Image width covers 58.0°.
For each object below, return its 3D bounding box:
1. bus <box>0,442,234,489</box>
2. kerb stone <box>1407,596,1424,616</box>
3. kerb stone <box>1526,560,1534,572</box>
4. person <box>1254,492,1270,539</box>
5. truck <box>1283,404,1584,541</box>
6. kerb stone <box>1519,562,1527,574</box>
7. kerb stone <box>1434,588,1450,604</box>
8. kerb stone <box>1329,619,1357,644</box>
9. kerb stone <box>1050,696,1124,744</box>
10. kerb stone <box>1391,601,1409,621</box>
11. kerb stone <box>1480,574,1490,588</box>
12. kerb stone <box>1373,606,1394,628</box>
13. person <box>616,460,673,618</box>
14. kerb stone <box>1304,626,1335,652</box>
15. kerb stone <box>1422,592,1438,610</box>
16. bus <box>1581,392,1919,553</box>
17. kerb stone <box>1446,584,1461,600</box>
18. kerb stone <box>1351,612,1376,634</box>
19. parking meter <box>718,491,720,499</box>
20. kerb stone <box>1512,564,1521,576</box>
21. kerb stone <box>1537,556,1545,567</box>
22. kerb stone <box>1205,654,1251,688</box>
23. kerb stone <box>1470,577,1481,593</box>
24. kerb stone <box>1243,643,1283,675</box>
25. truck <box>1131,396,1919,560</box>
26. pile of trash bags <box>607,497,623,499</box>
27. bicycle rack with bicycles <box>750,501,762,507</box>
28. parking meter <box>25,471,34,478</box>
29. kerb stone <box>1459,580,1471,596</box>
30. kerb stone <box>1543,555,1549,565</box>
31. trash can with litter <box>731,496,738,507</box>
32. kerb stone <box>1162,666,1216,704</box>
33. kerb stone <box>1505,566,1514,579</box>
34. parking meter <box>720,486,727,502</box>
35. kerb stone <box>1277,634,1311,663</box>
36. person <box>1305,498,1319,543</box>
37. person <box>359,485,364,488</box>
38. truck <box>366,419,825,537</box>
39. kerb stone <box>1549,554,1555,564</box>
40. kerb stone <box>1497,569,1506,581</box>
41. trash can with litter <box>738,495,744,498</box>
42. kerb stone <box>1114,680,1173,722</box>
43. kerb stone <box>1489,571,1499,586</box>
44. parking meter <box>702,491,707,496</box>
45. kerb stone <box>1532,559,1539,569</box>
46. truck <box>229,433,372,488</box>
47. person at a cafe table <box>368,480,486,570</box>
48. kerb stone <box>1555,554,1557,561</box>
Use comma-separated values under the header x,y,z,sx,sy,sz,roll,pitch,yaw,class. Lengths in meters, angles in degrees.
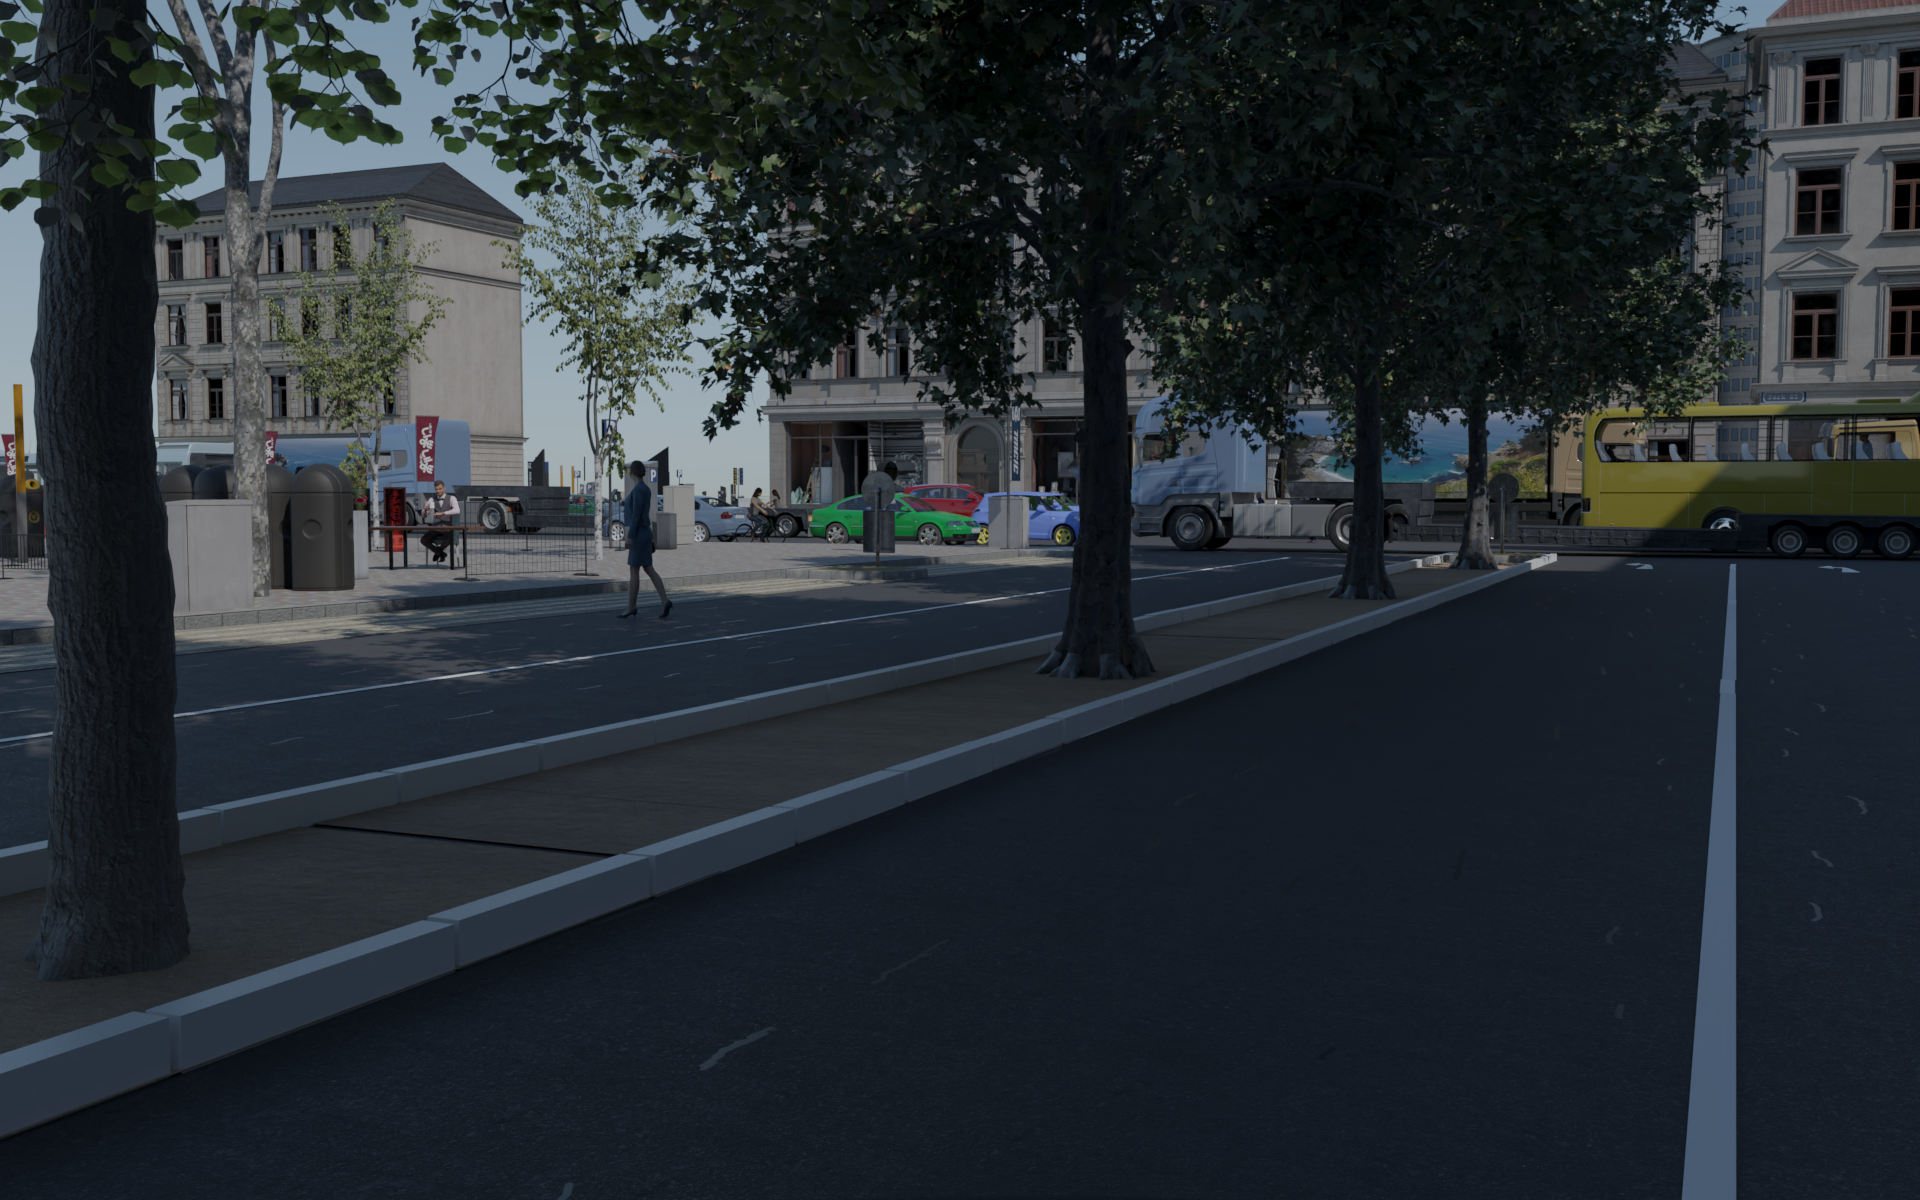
x,y,z,sx,sy,sz,roll,pitch,yaw,class
-32.758,-4.304,65.232,13.247,3.499,2.948,2,4,25,bus
5.388,0.090,20.756,0.120,0.150,1.000,2,4,24,kerb stone
10.444,-0.601,32.027,0.120,0.150,1.000,2,4,24,kerb stone
9.604,-2.714,55.573,0.574,1.496,0.600,-3,4,-39,person
15.742,-3.926,53.096,11.283,4.237,2.839,2,4,23,truck
10.020,-0.544,31.093,0.120,0.150,1.000,2,4,24,kerb stone
6.227,-0.024,22.637,0.120,0.150,1.000,2,4,24,kerb stone
3.708,0.319,16.987,0.120,0.150,1.000,2,4,24,kerb stone
0.750,0.722,10.398,0.120,0.150,1.000,2,4,24,kerb stone
4.966,0.146,19.820,0.120,0.150,1.000,2,4,24,kerb stone
7.915,-0.257,26.393,0.120,0.150,1.000,2,4,24,kerb stone
4.549,0.204,18.868,0.120,0.150,1.000,2,4,24,kerb stone
-3.657,-0.702,19.997,0.654,1.822,0.581,1,4,22,person
3.280,0.376,16.045,0.120,0.150,1.000,2,4,24,kerb stone
5.814,0.030,21.697,0.120,0.150,1.000,2,4,24,kerb stone
21.500,-3.063,41.627,12.252,3.916,2.896,2,4,23,bus
6.649,-0.084,23.573,0.120,0.150,1.000,2,4,24,kerb stone
4.124,0.261,17.926,0.120,0.150,1.000,2,4,24,kerb stone
-17.567,-7.256,127.050,0.372,1.533,0.369,0,3,0,parking meter
9.598,-0.487,30.157,0.120,0.150,1.000,2,4,24,kerb stone
11.280,-0.716,33.905,0.120,0.150,1.000,2,4,24,kerb stone
2.018,0.549,13.220,0.120,0.150,1.000,2,4,24,kerb stone
7.493,-0.199,25.444,0.120,0.150,1.000,2,4,24,kerb stone
2.439,0.492,14.156,0.120,0.150,1.000,2,4,24,kerb stone
12.718,-3.163,41.472,18.799,4.110,2.967,1,4,23,truck
-22.298,-6.406,114.483,1.912,1.369,3.447,1,4,22,pile of trash bags
-14.295,-6.933,126.739,2.852,0.926,2.925,0,4,-7,bicycle rack with bicycles
-23.138,-2.282,43.015,0.255,1.863,0.399,-3,4,-38,parking meter
7.070,-0.141,24.509,0.120,0.150,1.000,2,4,24,kerb stone
11.694,-0.767,34.844,0.120,0.150,1.000,2,4,24,kerb stone
-14.724,-6.360,115.368,1.055,1.170,0.624,-1,4,-8,trash can with litter
1.599,0.606,12.283,0.120,0.150,1.000,2,4,24,kerb stone
9.177,-0.429,29.217,0.120,0.150,1.000,2,4,24,kerb stone
-16.885,-7.211,123.607,0.399,1.863,0.255,1,4,16,parking meter
2.864,0.434,15.102,0.120,0.150,1.000,2,4,24,kerb stone
10.386,-2.458,50.902,0.614,1.554,0.590,2,4,31,person
-26.400,-4.160,76.493,0.713,1.824,0.794,-1,4,-17,person
-13.154,-4.338,60.684,18.799,4.110,2.967,1,4,22,truck
12.121,-0.831,35.784,0.120,0.150,1.000,2,4,24,kerb stone
8.752,-0.371,28.267,0.120,0.150,1.000,2,4,24,kerb stone
-16.488,-7.488,133.493,2.233,1.210,1.678,0,4,-8,trash can with litter
1.172,0.667,11.342,0.120,0.150,1.000,2,4,24,kerb stone
8.335,-0.314,27.329,0.120,0.150,1.000,2,4,24,kerb stone
-21.237,-8.283,143.843,0.372,1.533,0.369,0,3,0,parking meter
10.856,-0.659,32.968,0.120,0.150,1.000,2,4,24,kerb stone
-31.651,-5.711,82.284,11.283,4.237,2.839,1,4,22,truck
-9.042,-1.299,29.759,1.698,1.524,1.622,0,4,1,person at a cafe table
12.540,-0.888,36.721,0.120,0.150,1.000,2,4,24,kerb stone
